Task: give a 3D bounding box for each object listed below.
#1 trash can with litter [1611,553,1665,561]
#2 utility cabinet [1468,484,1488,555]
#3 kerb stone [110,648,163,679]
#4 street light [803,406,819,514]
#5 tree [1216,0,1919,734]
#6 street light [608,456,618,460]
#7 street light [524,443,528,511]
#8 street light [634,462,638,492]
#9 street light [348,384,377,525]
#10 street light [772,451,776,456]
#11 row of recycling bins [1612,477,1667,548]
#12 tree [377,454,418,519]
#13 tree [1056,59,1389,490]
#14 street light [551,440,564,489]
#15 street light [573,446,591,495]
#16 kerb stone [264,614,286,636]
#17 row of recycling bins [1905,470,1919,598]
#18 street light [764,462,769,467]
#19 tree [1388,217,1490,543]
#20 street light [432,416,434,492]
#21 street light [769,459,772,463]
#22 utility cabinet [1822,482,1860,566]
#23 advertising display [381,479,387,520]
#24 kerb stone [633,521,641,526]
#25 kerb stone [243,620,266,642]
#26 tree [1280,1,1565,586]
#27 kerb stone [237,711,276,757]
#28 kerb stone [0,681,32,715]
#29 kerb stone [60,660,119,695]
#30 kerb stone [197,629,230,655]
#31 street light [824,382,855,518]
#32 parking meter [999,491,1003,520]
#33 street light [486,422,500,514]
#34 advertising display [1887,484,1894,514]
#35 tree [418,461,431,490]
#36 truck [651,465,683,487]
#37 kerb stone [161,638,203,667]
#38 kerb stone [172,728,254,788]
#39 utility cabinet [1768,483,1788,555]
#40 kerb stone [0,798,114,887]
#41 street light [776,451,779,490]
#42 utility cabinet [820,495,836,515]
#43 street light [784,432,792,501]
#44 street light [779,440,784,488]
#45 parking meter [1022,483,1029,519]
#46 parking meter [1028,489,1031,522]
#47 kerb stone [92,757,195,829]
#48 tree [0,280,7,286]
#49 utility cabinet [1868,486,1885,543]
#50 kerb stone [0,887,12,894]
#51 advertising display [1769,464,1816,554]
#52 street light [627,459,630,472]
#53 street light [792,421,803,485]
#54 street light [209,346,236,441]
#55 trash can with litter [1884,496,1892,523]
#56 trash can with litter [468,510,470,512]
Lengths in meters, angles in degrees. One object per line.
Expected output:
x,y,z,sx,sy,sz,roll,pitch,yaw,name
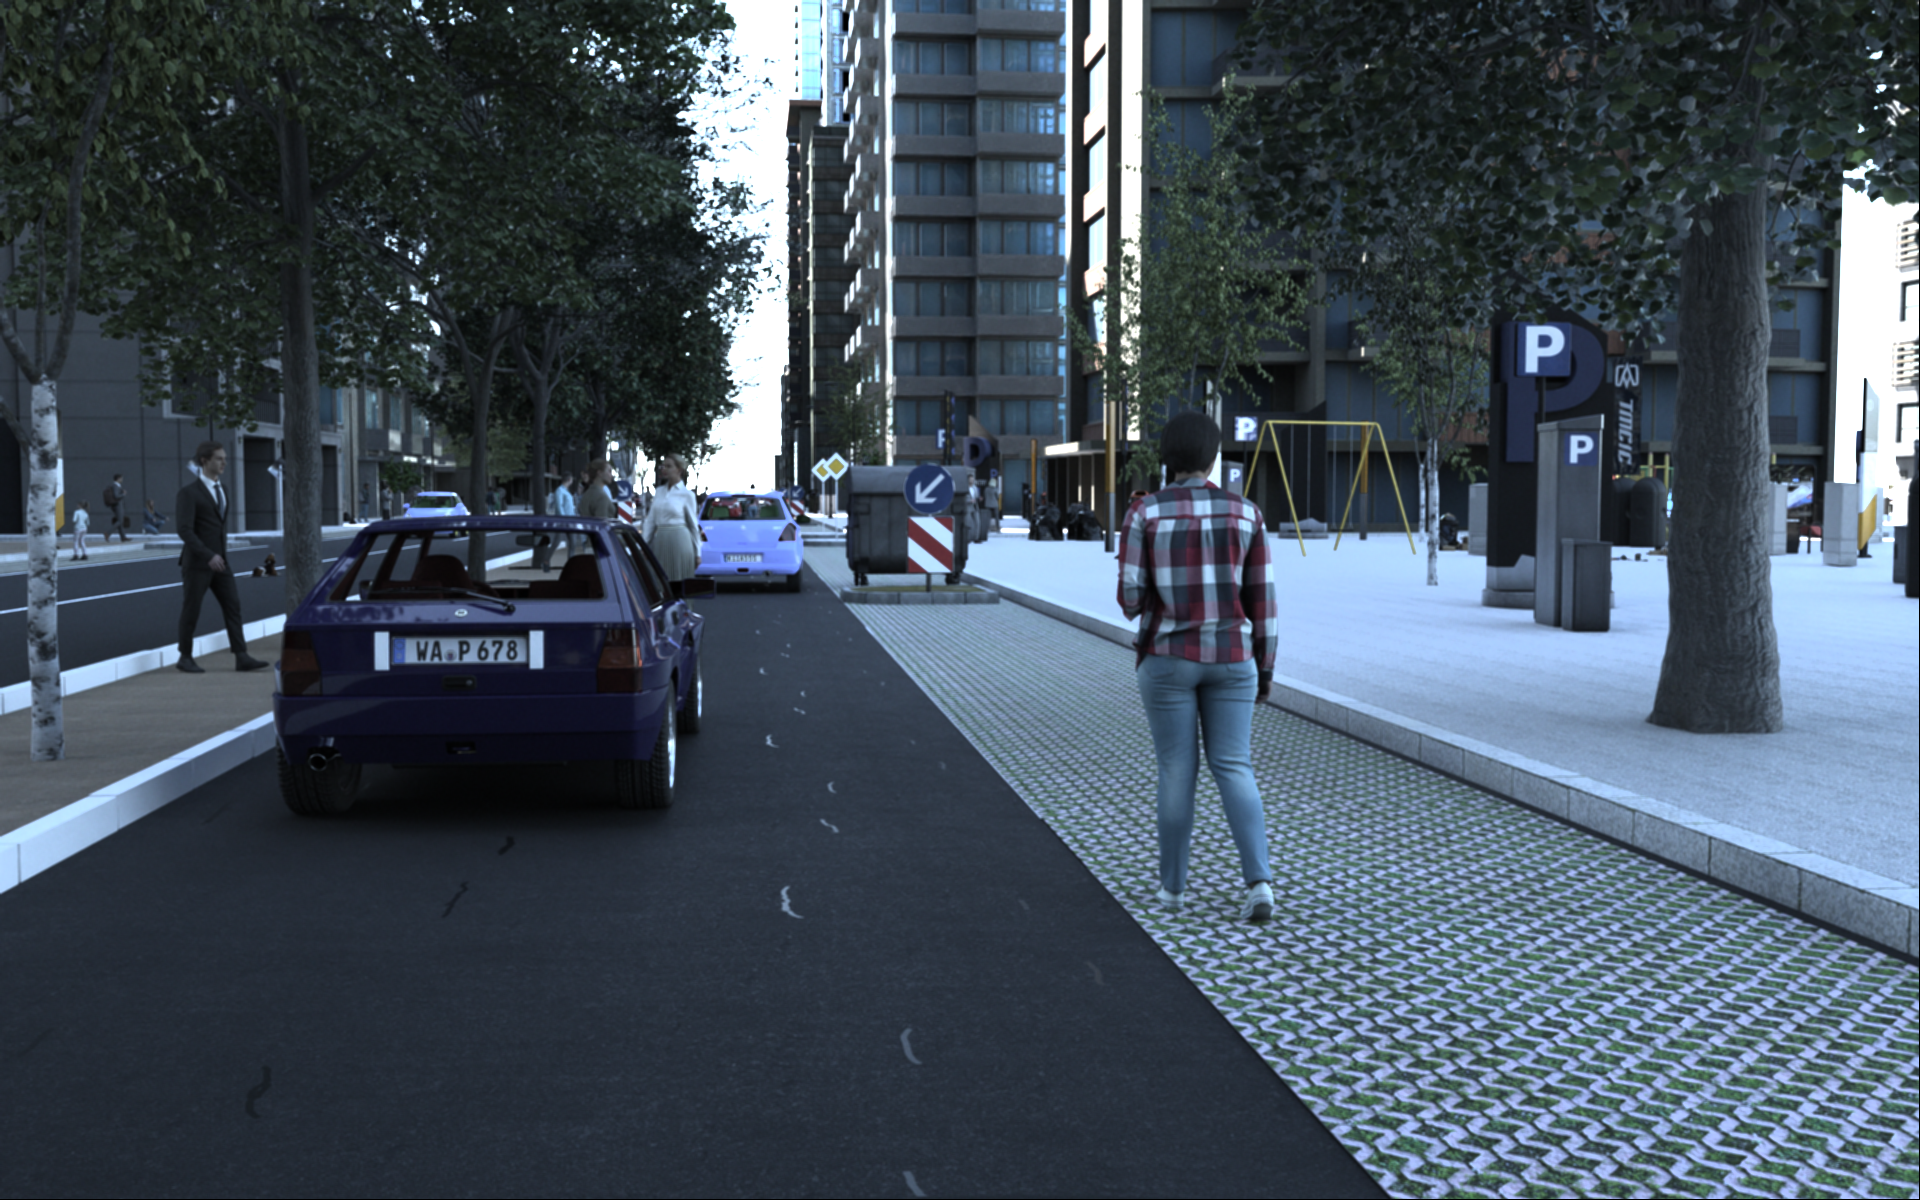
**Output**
12.416,-1.372,33.485,2.233,1.210,1.678,2,4,28,trash can with litter
11.050,-1.660,35.813,0.318,1.500,1.173,-2,4,-30,utility cabinet
-6.567,0.518,13.726,0.120,0.150,1.000,0,4,-7,kerb stone
-7.378,-7.270,91.410,1.470,5.913,1.316,0,4,-7,street light
4.246,-6.263,9.059,9.857,13.997,8.962,0,3,0,tree
-42.481,-14.652,212.102,1.470,5.913,1.316,0,4,-7,street light
-32.110,-9.645,130.238,1.470,5.913,1.316,0,4,-7,street light
-47.130,-16.976,250.095,1.470,5.913,1.316,0,4,-7,street light
-24.963,-6.122,72.630,1.470,5.913,1.316,0,4,-7,street light
-19.220,-13.098,186.699,1.470,5.913,1.316,0,4,-7,street light
16.332,-2.204,43.149,1.069,1.692,3.534,-1,4,-11,row of recycling bins
-27.146,-5.420,83.211,1.663,3.219,1.824,0,3,0,tree
4.321,-4.875,30.071,4.737,8.622,4.395,0,3,0,tree
-34.596,-10.806,149.215,1.470,5.913,1.316,0,4,-7,street light
-36.978,-11.971,168.267,1.470,5.913,1.316,0,4,-7,street light
-7.068,0.269,17.791,0.120,0.150,1.000,0,4,-7,kerb stone
12.711,-0.801,20.205,1.069,1.692,3.534,-2,4,-24,row of recycling bins
-27.307,-16.998,250.460,1.470,5.913,1.316,0,4,-7,street light
12.241,-5.814,45.417,4.737,8.622,4.395,0,3,0,tree
-27.331,-7.283,91.621,1.470,5.913,1.316,0,4,-7,street light
-21.638,-14.281,206.037,1.470,5.913,1.316,0,4,-7,street light
15.763,-1.364,30.976,0.318,1.500,1.173,1,4,13,utility cabinet
-25.483,-4.370,76.664,0.123,1.923,0.974,-1,4,-10,advertising display
-14.778,-3.493,79.340,0.120,0.150,1.000,0,4,-7,kerb stone
-6.947,0.331,16.776,0.120,0.150,1.000,0,4,-7,kerb stone
6.532,-4.496,23.865,4.360,8.622,3.978,0,3,0,tree
-3.960,0.751,9.916,0.120,0.150,1.000,0,4,-7,kerb stone
-6.301,0.643,11.680,0.120,0.150,1.000,0,4,-7,kerb stone
-6.434,0.580,12.706,0.120,0.150,1.000,0,4,-7,kerb stone
-6.811,0.398,15.758,0.120,0.150,1.000,0,4,-7,kerb stone
-4.959,-6.098,72.250,1.470,5.913,1.316,0,4,-7,street light
1.951,-4.749,86.063,0.372,1.533,0.369,0,3,0,parking meter
-29.763,-8.465,110.949,1.470,5.913,1.316,0,4,-7,street light
60.461,-6.551,112.316,0.123,1.923,0.974,0,4,-3,advertising display
-27.269,-5.563,85.555,1.663,3.219,1.824,0,3,0,tree
-26.237,-10.286,157.083,2.839,4.237,11.283,0,4,-6,truck
-6.685,0.465,14.743,0.120,0.150,1.000,0,4,-7,kerb stone
-3.844,0.813,8.900,0.120,0.150,1.000,0,4,-7,kerb stone
17.028,-1.703,36.528,0.318,1.500,1.173,0,4,0,utility cabinet
-3.584,0.941,6.869,0.120,0.150,1.000,0,4,-7,kerb stone
-16.831,-11.930,167.597,1.470,5.913,1.316,0,4,-7,street light
-8.246,-5.940,108.284,1.020,1.237,0.306,-2,4,-24,utility cabinet
-12.330,-9.678,130.775,1.470,5.913,1.316,0,4,-7,street light
-14.484,-10.732,148.001,1.470,5.913,1.316,0,4,-7,street light
3.425,-5.125,89.510,0.399,1.863,0.255,0,3,0,parking meter
3.310,-4.326,79.141,0.372,1.533,0.369,0,3,0,parking meter
-3.715,0.875,7.886,0.120,0.150,1.000,0,4,-7,kerb stone
-21.399,-5.149,34.554,4.360,8.622,3.978,0,3,0,tree
23.071,-2.182,44.349,1.173,1.500,0.318,-1,4,-15,utility cabinet
-3.456,1.002,5.855,0.120,0.150,1.000,0,4,-7,kerb stone
17.881,-1.963,37.313,0.974,1.923,0.123,0,4,4,advertising display
-44.822,-15.814,231.096,1.470,5.913,1.316,0,4,-7,street light
-9.780,-8.453,110.745,1.470,5.913,1.316,0,4,-7,street light
-22.618,-4.960,53.636,1.470,5.913,1.316,0,4,-7,street light
41.483,-4.051,77.293,1.678,1.210,2.233,-1,4,-19,trash can with litter
-34.952,-6.723,120.985,2.233,1.210,1.678,-2,4,-27,trash can with litter
